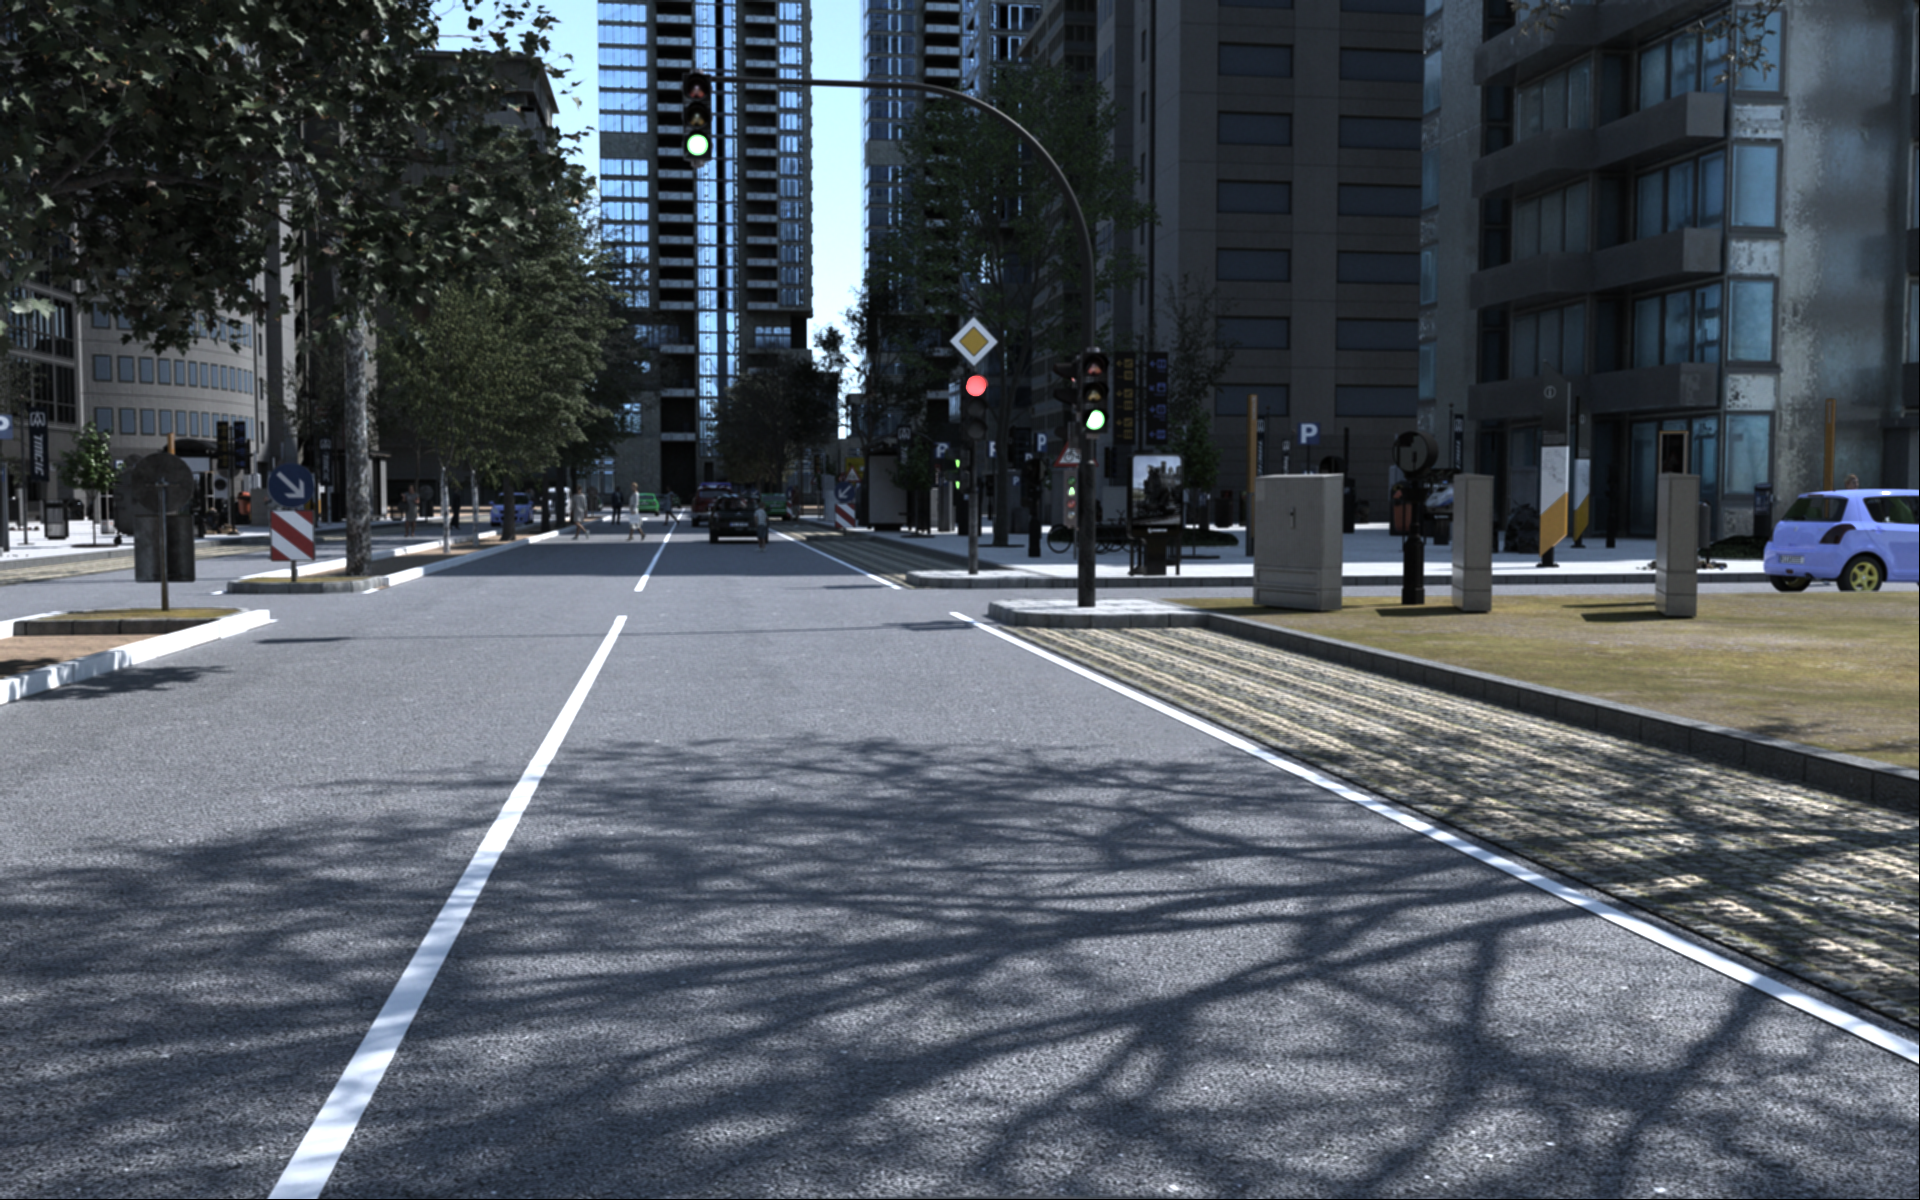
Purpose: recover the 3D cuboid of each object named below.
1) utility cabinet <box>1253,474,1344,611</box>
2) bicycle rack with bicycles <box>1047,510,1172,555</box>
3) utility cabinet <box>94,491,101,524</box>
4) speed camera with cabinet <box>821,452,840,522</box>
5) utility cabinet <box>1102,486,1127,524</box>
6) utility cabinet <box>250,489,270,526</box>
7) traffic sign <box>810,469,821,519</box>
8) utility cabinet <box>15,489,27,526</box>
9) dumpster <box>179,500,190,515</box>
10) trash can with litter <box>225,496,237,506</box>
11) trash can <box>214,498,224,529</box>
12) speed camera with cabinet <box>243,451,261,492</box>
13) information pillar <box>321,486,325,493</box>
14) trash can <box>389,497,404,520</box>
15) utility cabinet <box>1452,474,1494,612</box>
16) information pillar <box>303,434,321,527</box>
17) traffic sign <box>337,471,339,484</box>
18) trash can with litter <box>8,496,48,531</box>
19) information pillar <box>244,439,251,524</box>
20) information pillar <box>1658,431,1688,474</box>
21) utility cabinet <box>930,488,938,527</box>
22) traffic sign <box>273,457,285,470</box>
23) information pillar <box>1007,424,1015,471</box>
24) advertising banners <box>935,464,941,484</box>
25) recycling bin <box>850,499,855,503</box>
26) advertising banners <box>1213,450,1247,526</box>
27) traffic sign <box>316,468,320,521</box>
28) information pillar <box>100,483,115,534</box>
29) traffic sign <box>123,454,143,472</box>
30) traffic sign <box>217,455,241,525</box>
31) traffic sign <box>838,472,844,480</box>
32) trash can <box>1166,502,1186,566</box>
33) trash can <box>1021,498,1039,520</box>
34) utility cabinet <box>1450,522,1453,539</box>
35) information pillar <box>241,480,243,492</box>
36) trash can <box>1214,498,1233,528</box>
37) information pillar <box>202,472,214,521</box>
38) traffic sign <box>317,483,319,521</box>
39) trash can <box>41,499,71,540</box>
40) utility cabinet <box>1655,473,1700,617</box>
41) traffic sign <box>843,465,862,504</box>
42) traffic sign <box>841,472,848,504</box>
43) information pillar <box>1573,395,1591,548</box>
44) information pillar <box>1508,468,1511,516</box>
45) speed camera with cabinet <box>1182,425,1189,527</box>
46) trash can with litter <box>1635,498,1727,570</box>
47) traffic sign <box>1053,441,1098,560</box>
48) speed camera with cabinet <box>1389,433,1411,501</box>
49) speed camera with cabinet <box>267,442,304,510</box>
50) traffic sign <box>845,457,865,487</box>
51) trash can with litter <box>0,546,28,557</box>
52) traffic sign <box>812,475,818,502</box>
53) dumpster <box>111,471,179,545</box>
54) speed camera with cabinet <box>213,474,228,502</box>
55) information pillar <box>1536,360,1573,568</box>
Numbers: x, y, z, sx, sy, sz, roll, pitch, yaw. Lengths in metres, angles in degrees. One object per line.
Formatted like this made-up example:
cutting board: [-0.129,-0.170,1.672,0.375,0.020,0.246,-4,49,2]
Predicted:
utility cabinet: [3.738,-0.646,19.243,0.318,1.500,1.173,-2,4,-28]
bicycle rack with bicycles: [3.344,-1.479,37.559,2.925,0.926,2.852,0,4,-6]
utility cabinet: [-36.833,-4.029,74.546,0.318,1.500,1.173,0,4,6]
speed camera with cabinet: [-6.017,-5.278,80.635,0.660,3.252,2.038,-1,4,-12]
utility cabinet: [4.685,-2.576,50.804,0.318,1.500,1.173,-3,4,-37]
utility cabinet: [-27.689,-3.693,69.060,1.173,1.500,0.318,1,4,18]
traffic sign: [-7.294,-5.478,89.561,0.884,2.594,0.081,0,4,-8]
utility cabinet: [-37.704,-3.722,69.528,0.318,1.500,1.173,-2,4,-34]
dumpster: [-24.056,-3.055,52.441,1.502,2.255,1.985,-1,4,-9]
trash can with litter: [-40.189,-5.110,94.940,0.624,1.170,1.055,3,4,36]
trash can: [-26.113,-2.988,60.506,0.748,1.137,0.748,0,3,0]
speed camera with cabinet: [-32.298,-5.227,79.796,0.660,3.252,2.038,0,4,3]
information pillar: [-34.585,-6.257,93.654,0.183,3.616,0.504,2,4,28]
trash can: [-27.395,-4.440,84.242,0.748,1.137,0.748,0,3,0]
utility cabinet: [5.677,-0.641,19.167,0.318,1.500,1.173,1,4,10]
information pillar: [-25.277,-4.648,67.352,0.504,3.616,0.183,1,4,13]
traffic sign: [-33.226,-5.689,93.115,0.768,2.556,0.104,0,3,0]
trash can with litter: [-33.091,-3.051,60.934,2.233,1.210,1.678,1,4,16]
information pillar: [-30.210,-5.021,73.443,0.504,3.616,0.183,3,5,42]
information pillar: [8.349,-0.968,20.321,0.304,2.012,0.304,2,4,25]
utility cabinet: [-0.892,-3.490,65.735,1.173,1.500,0.318,1,4,21]
traffic sign: [-23.762,-3.710,60.666,0.884,2.594,0.081,0,4,-8]
information pillar: [1.676,-4.094,58.283,0.183,3.616,0.504,-3,5,-42]
advertising banners: [-0.754,-6.386,100.605,0.090,3.025,2.074,3,5,44]
recycling bin: [-5.983,-5.245,98.309,0.722,1.027,0.722,1,4,15]
advertising banners: [10.595,-4.430,68.617,2.074,3.025,0.090,-1,4,-9]
traffic sign: [-30.545,-5.022,82.208,0.768,2.556,0.104,0,4,-1]
information pillar: [-27.264,-3.112,55.378,0.304,2.012,0.304,1,4,19]
traffic sign: [-26.369,-3.380,55.366,0.768,2.556,0.104,0,4,-2]
traffic sign: [-24.004,-3.472,56.872,0.768,2.556,0.104,0,4,-6]
traffic sign: [-6.712,-6.165,100.903,0.768,2.556,0.104,0,4,-7]
trash can: [3.680,-1.194,31.176,0.748,1.137,0.748,0,3,0]
trash can: [2.614,-3.226,64.396,0.748,1.137,0.748,0,3,0]
utility cabinet: [14.332,-2.329,49.233,0.306,1.237,1.020,-2,4,-27]
information pillar: [-37.515,-5.278,90.789,0.304,2.012,0.304,-2,4,-24]
trash can: [10.006,-3.315,65.859,0.748,1.137,0.748,0,3,0]
information pillar: [-24.708,-3.202,56.851,0.304,2.012,0.304,2,4,26]
traffic sign: [-31.067,-5.117,83.770,0.768,2.556,0.104,0,4,-2]
trash can: [-25.471,-2.273,48.811,0.748,1.137,0.748,0,3,0]
utility cabinet: [7.618,-0.593,18.381,0.318,1.500,1.173,1,4,17]
traffic sign: [-4.758,-4.675,76.442,0.884,2.594,0.081,0,4,-8]
traffic sign: [-6.232,-5.882,96.270,0.768,2.556,0.104,0,4,-2]
information pillar: [14.803,-3.050,41.228,0.504,3.616,0.183,-2,4,-35]
information pillar: [15.549,-2.696,48.568,0.304,2.012,0.304,1,4,10]
speed camera with cabinet: [6.224,-3.439,50.556,0.660,3.252,2.038,0,4,-3]
trash can with litter: [12.421,-1.155,29.946,2.233,1.210,1.678,-2,4,-28]
traffic sign: [2.249,-2.062,33.724,0.884,2.594,0.081,0,4,-4]
speed camera with cabinet: [14.603,-3.770,55.969,0.660,3.252,2.038,-1,4,-14]
speed camera with cabinet: [-26.068,-4.442,66.963,0.660,3.252,2.038,0,4,2]
traffic sign: [-5.119,-6.134,94.157,2.265,3.308,0.079,0,4,-6]
trash can with litter: [-20.447,-1.496,35.524,2.233,1.210,1.678,1,4,22]
traffic sign: [-8.397,-6.264,102.524,0.768,2.556,0.104,0,4,-5]
dumpster: [-20.906,-2.368,44.479,1.264,1.857,1.865,-1,4,-9]
speed camera with cabinet: [-35.813,-5.368,82.098,2.038,3.252,0.660,-2,4,-25]
information pillar: [10.378,-2.379,30.251,0.183,3.616,0.504,-3,5,-43]
